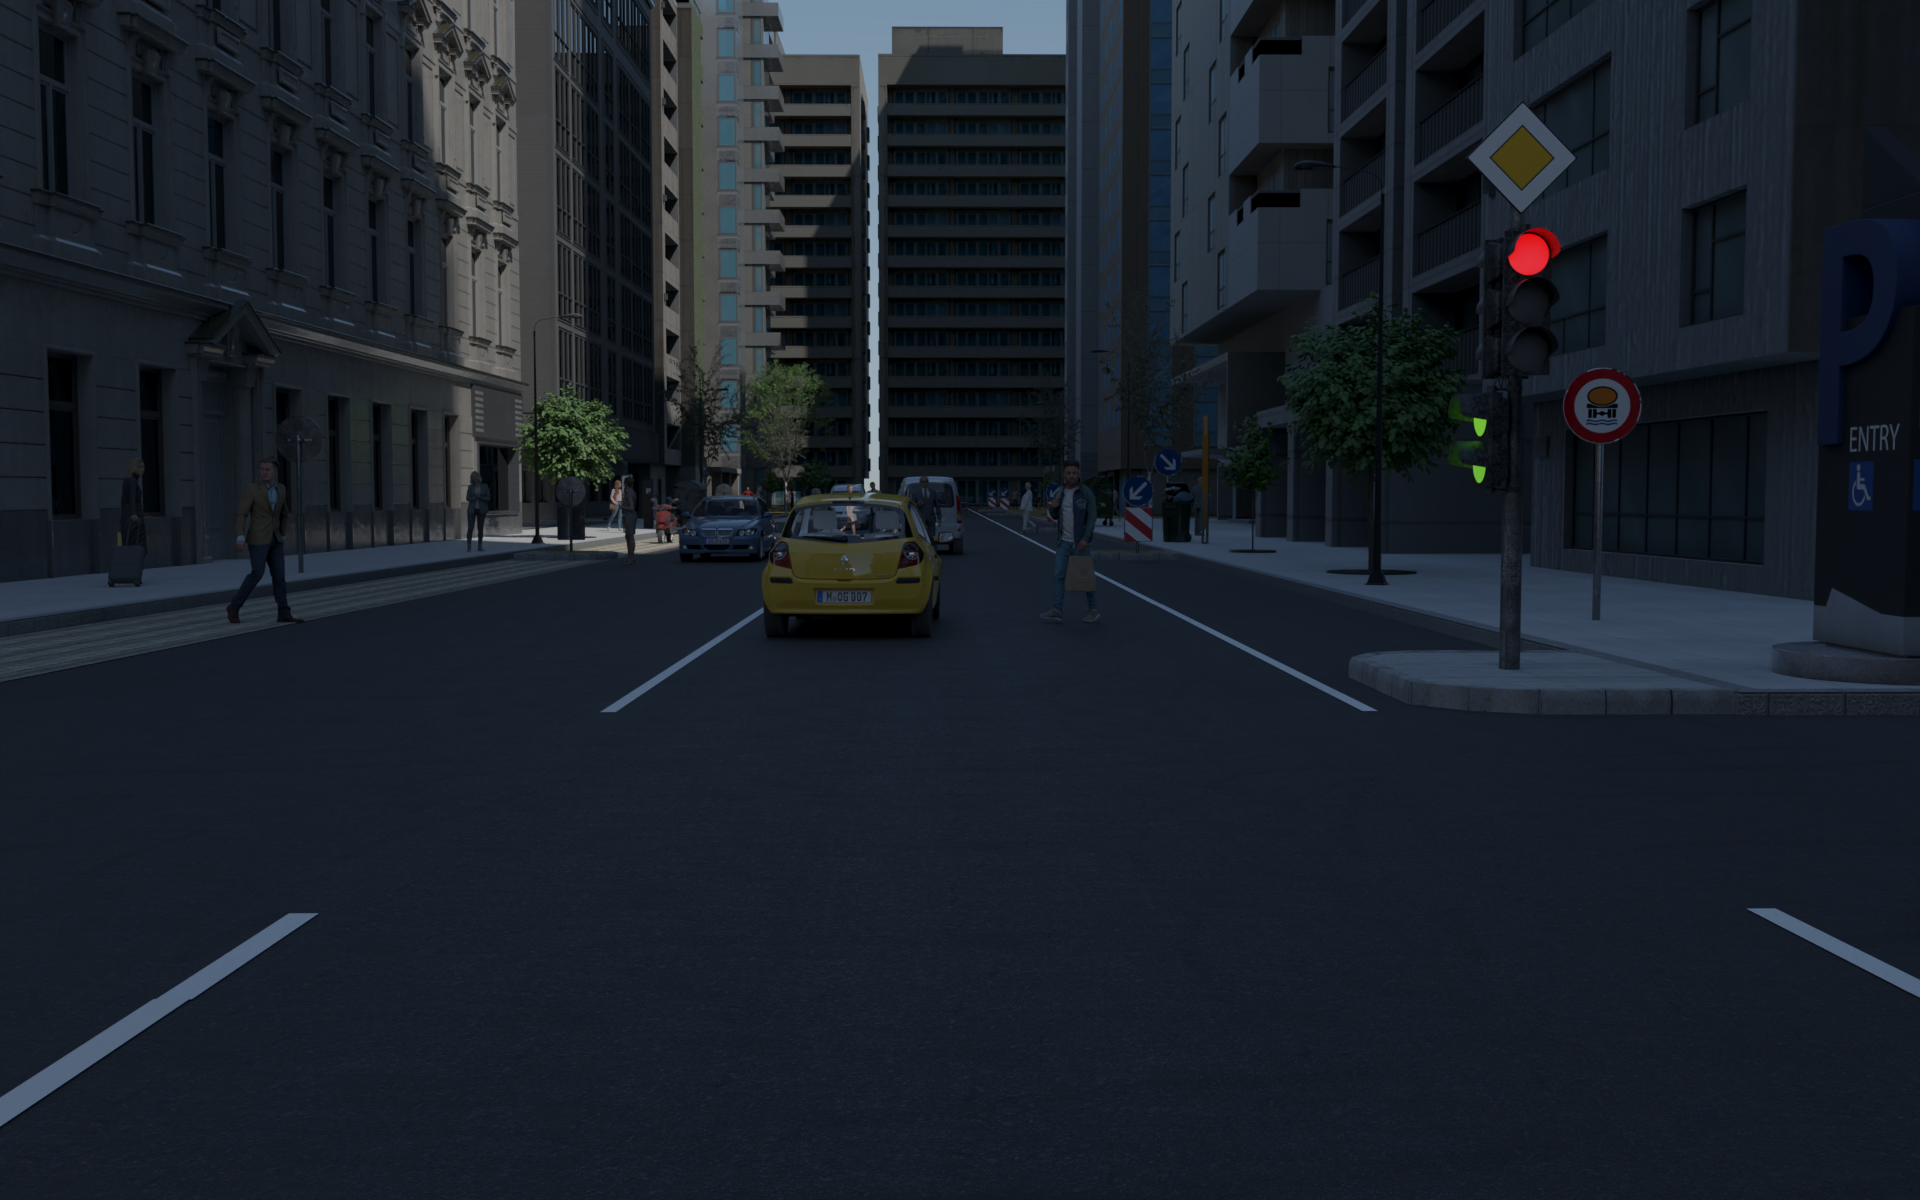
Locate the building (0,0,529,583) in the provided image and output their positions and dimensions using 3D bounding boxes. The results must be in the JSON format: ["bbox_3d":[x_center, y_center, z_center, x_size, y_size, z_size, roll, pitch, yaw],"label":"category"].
[{"bbox_3d":[-21.863,-15.889,36.195,17.030,29.872,44.131,0,4,-1],"label":"building"}]

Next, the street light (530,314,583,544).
[{"bbox_3d":[-10.411,-4.414,44.714,1.470,5.913,1.316,0,4,-1],"label":"street light"}]

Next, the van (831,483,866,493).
[{"bbox_3d":[-4.585,-3.895,70.691,2.013,2.044,4.112,0,4,-1],"label":"van"}]

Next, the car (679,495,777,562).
[{"bbox_3d":[-5.081,-1.610,38.325,2.014,1.417,4.499,0,3,0],"label":"car"}]

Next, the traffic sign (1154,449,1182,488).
[{"bbox_3d":[5.821,-2.962,48.537,0.768,2.556,0.104,0,4,0],"label":"traffic sign"}]

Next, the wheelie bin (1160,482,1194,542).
[{"bbox_3d":[5.780,-2.337,46.121,0.980,1.594,0.693,3,4,38],"label":"wheelie bin"}]

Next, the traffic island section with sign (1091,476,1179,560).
[{"bbox_3d":[3.743,-1.815,38.301,1.989,1.847,2.006,0,4,-1],"label":"traffic island section with sign"}]

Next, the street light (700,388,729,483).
[{"bbox_3d":[-10.833,-6.331,76.060,1.470,5.913,1.316,0,4,-1],"label":"street light"}]

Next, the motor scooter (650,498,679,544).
[{"bbox_3d":[-8.540,-2.292,50.251,0.815,1.314,1.986,0,4,0],"label":"motor scooter"}]

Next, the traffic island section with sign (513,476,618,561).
[{"bbox_3d":[-8.579,-1.794,37.961,1.989,1.847,2.006,0,4,-1],"label":"traffic island section with sign"}]

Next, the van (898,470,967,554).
[{"bbox_3d":[-0.803,-2.171,42.512,2.013,2.044,4.112,0,4,-2],"label":"van"}]

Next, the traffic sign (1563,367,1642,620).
[{"bbox_3d":[6.471,-1.066,17.540,0.768,2.556,0.104,0,4,6],"label":"traffic sign"}]

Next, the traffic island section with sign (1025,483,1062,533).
[{"bbox_3d":[3.419,-3.463,65.254,1.989,1.847,2.006,0,4,-1],"label":"traffic island section with sign"}]

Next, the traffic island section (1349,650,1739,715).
[{"bbox_3d":[4.051,0.586,12.701,2.009,0.180,2.903,0,4,-1],"label":"traffic island section"}]

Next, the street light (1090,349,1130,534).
[{"bbox_3d":[4.878,-5.081,55.617,1.470,5.913,1.316,0,4,-1],"label":"street light"}]

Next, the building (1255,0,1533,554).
[{"bbox_3d":[19.181,-36.781,39.618,20.563,71.187,20.611,0,4,-1],"label":"building"}]

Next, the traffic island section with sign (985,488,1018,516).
[{"bbox_3d":[2.817,-6.500,114.901,1.989,1.847,2.006,0,4,-1],"label":"traffic island section with sign"}]

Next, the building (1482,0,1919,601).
[{"bbox_3d":[16.148,-15.371,23.025,14.107,30.474,14.160,0,4,-1],"label":"building"}]

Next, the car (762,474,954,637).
[{"bbox_3d":[-1.088,-0.521,18.741,2.015,1.641,3.980,0,4,1],"label":"car"}]

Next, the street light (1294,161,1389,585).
[{"bbox_3d":[5.355,-3.167,24.315,1.470,5.913,1.316,0,4,-1],"label":"street light"}]

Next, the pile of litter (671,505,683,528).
[{"bbox_3d":[-11.250,-3.254,67.161,1.176,0.858,1.719,0,4,4],"label":"pile of litter"}]

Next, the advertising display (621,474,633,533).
[{"bbox_3d":[-11.009,-3.185,57.294,0.123,1.923,0.974,-2,4,-27],"label":"advertising display"}]

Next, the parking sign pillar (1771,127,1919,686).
[{"bbox_3d":[6.552,-1.449,12.171,1.447,3.967,1.447,0,4,1],"label":"parking sign pillar"}]

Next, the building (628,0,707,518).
[{"bbox_3d":[-21.898,-19.756,94.707,14.160,30.474,14.107,0,4,-1],"label":"building"}]

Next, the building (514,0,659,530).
[{"bbox_3d":[-21.245,-16.928,70.278,14.314,27.812,24.014,0,4,-1],"label":"building"}]

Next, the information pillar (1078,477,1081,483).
[{"bbox_3d":[4.935,-4.218,73.458,0.304,2.012,0.304,-2,4,-34],"label":"information pillar"}]

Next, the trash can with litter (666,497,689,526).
[{"bbox_3d":[-11.437,-3.607,70.362,1.055,1.170,0.624,1,4,14],"label":"trash can with litter"}]

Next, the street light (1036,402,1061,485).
[{"bbox_3d":[4.547,-7.046,87.746,1.470,5.913,1.316,0,4,-1],"label":"street light"}]

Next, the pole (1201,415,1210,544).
[{"bbox_3d":[6.323,-3.104,44.597,0.158,3.312,0.155,0,3,0],"label":"pole"}]

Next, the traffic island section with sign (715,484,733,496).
[{"bbox_3d":[-8.902,-3.473,65.410,1.989,1.847,2.006,0,4,-1],"label":"traffic island section with sign"}]

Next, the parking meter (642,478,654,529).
[{"bbox_3d":[-11.593,-3.584,64.311,0.399,1.863,0.255,-1,4,-15],"label":"parking meter"}]

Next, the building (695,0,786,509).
[{"bbox_3d":[-30.667,-32.334,148.273,30.456,49.044,23.786,0,4,-1],"label":"building"}]

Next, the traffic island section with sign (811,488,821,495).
[{"bbox_3d":[-9.514,-6.508,115.029,1.989,1.847,2.006,0,4,-1],"label":"traffic island section with sign"}]

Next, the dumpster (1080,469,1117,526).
[{"bbox_3d":[5.463,-4.095,69.451,1.502,2.255,1.985,0,4,-1],"label":"dumpster"}]

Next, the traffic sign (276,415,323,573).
[{"bbox_3d":[-10.720,-1.712,28.103,0.768,2.556,0.104,0,4,2],"label":"traffic sign"}]

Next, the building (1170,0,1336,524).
[{"bbox_3d":[23.975,-29.541,72.234,28.713,52.752,27.495,0,4,-1],"label":"building"}]

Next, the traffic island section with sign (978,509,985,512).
[{"bbox_3d":[2.487,-8.156,141.976,1.989,1.847,2.006,0,4,-1],"label":"traffic island section with sign"}]

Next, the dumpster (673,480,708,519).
[{"bbox_3d":[-11.330,-4.089,72.610,1.264,1.857,1.865,0,4,-1],"label":"dumpster"}]
